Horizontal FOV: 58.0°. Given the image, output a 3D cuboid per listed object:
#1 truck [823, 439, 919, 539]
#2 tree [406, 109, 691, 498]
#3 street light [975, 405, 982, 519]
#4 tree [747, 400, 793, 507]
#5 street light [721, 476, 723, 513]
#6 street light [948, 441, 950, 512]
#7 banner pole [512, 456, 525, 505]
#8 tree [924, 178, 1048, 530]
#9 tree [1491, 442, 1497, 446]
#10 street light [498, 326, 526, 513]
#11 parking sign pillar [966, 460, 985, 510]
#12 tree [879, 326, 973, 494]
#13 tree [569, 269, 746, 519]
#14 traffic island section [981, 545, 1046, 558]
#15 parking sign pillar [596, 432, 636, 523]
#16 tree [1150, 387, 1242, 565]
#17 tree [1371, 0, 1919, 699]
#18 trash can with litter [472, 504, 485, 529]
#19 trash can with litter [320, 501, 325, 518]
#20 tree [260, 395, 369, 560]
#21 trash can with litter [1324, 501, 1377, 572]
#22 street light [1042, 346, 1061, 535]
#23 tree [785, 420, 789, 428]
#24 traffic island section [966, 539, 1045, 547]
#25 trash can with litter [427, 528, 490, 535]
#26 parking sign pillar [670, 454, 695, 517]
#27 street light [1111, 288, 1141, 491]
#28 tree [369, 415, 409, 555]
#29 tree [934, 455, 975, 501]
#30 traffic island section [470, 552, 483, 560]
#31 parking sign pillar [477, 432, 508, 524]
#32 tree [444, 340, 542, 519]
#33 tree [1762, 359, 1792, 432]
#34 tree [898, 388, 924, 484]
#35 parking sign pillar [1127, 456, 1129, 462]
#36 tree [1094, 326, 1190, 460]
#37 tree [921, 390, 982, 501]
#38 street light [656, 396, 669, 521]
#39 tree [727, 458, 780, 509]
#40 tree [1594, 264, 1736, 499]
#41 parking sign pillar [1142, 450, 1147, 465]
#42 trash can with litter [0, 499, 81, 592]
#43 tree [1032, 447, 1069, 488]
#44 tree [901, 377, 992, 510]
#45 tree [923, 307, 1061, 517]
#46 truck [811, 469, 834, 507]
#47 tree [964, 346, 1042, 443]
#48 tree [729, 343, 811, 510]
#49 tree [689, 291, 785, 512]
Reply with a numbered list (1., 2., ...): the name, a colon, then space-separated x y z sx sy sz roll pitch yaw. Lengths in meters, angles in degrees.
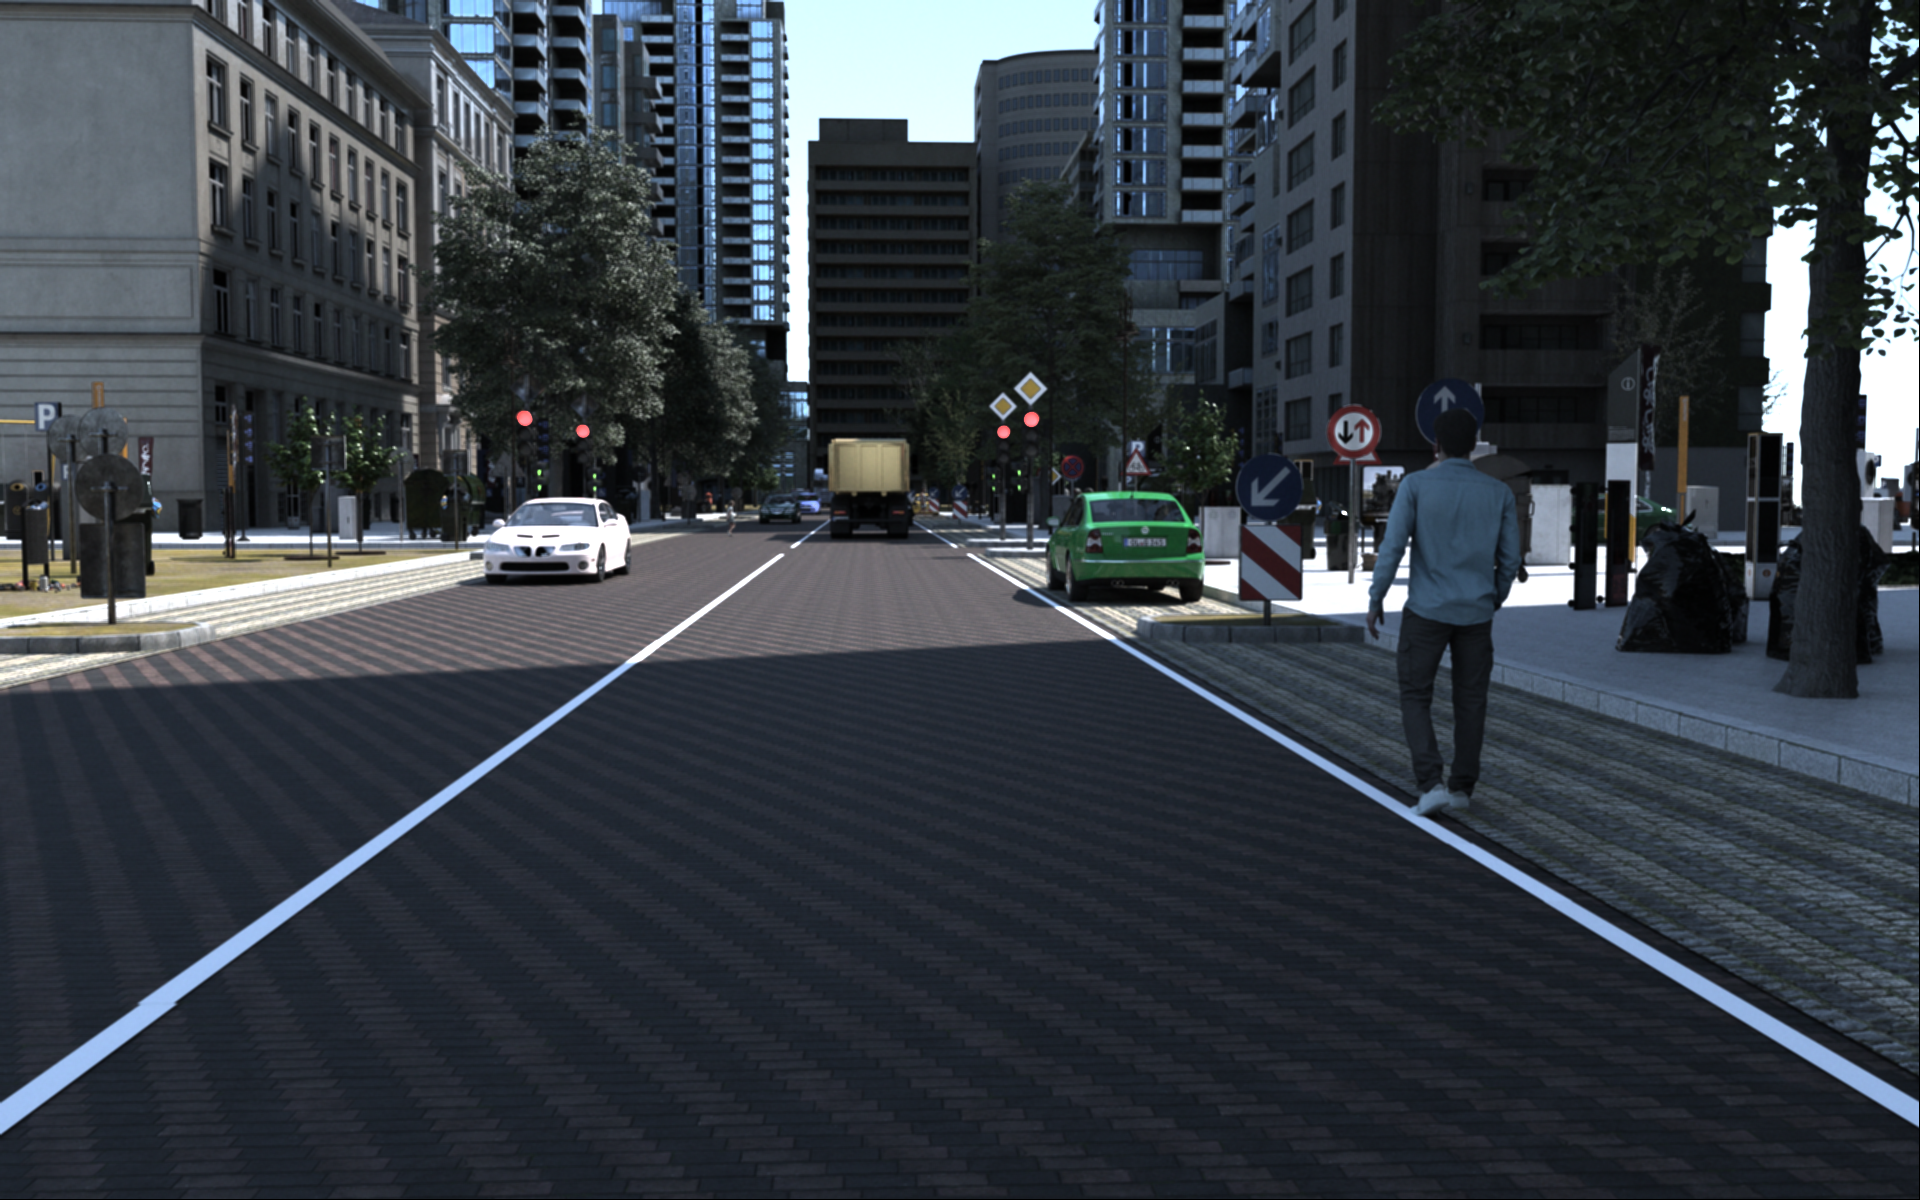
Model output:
1. truck: -3.077 -3.877 59.318 3.469 3.379 9.791 0 4 -3
2. tree: -13.901 -9.317 58.996 9.857 13.997 8.962 0 3 0
3. street light: 1.022 -7.077 88.503 0.468 5.910 1.993 0 4 -3
4. tree: -19.923 -14.737 166.707 9.928 11.665 9.643 0 3 0
5. street light: -15.920 -8.730 115.522 0.468 5.910 1.993 0 4 -3
6. street light: -0.768 -9.158 122.516 0.468 5.910 1.993 0 4 -3
7. banner pole: -21.580 -5.772 84.391 0.863 3.779 0.401 -2 4 -32
8. tree: 3.400 -8.824 62.399 7.486 12.596 7.792 0 3 0
9. tree: 16.567 -3.744 55.813 1.663 3.219 1.824 0 3 0
10. street light: -12.320 -4.586 47.761 0.468 5.910 1.993 0 4 -3
11. parking sign pillar: 1.104 -8.019 119.577 1.447 3.967 1.447 1 4 21
12. tree: -2.961 -20.640 193.356 12.611 20.169 13.585 0 3 0
13. tree: -15.778 -10.501 88.703 9.611 12.733 9.660 0 3 0
14. traffic island section: 1.635 -1.078 39.898 2.009 0.180 2.903 0 4 -3
15. parking sign pillar: -14.956 -5.353 75.991 1.447 3.967 1.447 3 4 36
16. tree: 4.305 -2.266 31.655 1.663 3.219 1.824 0 3 0
17. tree: 5.817 -5.678 10.969 7.486 12.596 7.792 0 3 0
18. trash can with litter: -17.759 -3.193 63.600 0.624 1.170 1.055 -1 4 -20
19. trash can with litter: -24.400 -3.377 66.602 0.624 1.170 1.055 2 4 24
20. tree: -12.876 -2.405 33.927 1.663 3.219 1.824 0 3 0
21. trash can with litter: 6.629 -1.076 28.985 1.055 1.170 0.624 2 4 25
22. street light: 2.852 -4.986 54.313 0.468 5.910 1.993 0 4 -3
23. tree: -16.940 -13.158 121.781 9.857 13.997 8.962 0 3 0
24. traffic island section: 1.204 -1.565 47.872 2.009 0.180 2.903 0 4 -3
25. trash can with litter: -16.162 -2.725 55.614 2.233 1.210 1.678 -2 4 -30
26. parking sign pillar: -15.765 -6.728 98.469 1.447 3.967 1.447 1 4 19
27. street light: 3.721 -4.054 39.074 0.468 5.910 1.993 0 4 -3
28. tree: -12.885 -2.585 36.870 1.663 3.219 1.824 0 3 0
29. tree: -0.251 -8.857 128.528 4.285 4.588 4.351 0 3 0
30. traffic island section: -9.789 -1.040 39.287 2.009 0.180 2.903 0 4 -3
31. parking sign pillar: -20.347 -5.308 75.256 1.447 3.967 1.447 2 4 25
32. tree: -21.146 -7.906 79.633 4.737 8.622 4.395 0 3 0
33. tree: 29.968 -7.197 68.030 4.737 8.622 4.395 0 3 0
34. tree: -1.920 -14.949 162.550 7.486 12.596 7.792 0 3 0
35. parking sign pillar: 11.400 -7.671 113.891 1.447 3.967 1.447 0 4 3
36. tree: 7.734 -7.600 74.615 4.737 8.622 4.395 0 3 0
37. tree: -0.263 -10.104 115.560 4.737 8.622 4.395 0 3 0
38. street light: -13.995 -6.658 81.648 0.468 5.910 1.993 0 4 -3
39. tree: -18.759 -10.148 149.627 4.285 4.588 4.351 0 3 0
40. tree: 22.103 -6.407 55.123 4.360 8.622 3.978 0 3 0
41. parking sign pillar: 10.589 -6.532 95.275 1.447 3.967 1.447 1 4 21
42. trash can with litter: -12.297 -0.770 23.643 1.678 1.210 2.233 0 4 2
43. tree: 6.293 -8.302 119.455 4.285 4.588 4.351 0 3 0
44. tree: -0.827 -12.497 138.734 7.601 10.594 8.767 1 4 19
45. tree: 1.811 -10.365 95.224 9.928 11.665 9.643 0 3 0
46. truck: -14.709 -12.189 189.045 2.967 4.110 18.799 0 4 -5
47. tree: 2.382 -8.202 84.466 4.360 8.622 3.978 0 3 0
48. tree: -17.580 -13.953 138.507 12.009 13.543 11.850 0 3 0
49. tree: -16.487 -12.156 105.413 9.857 13.997 8.962 0 3 0
